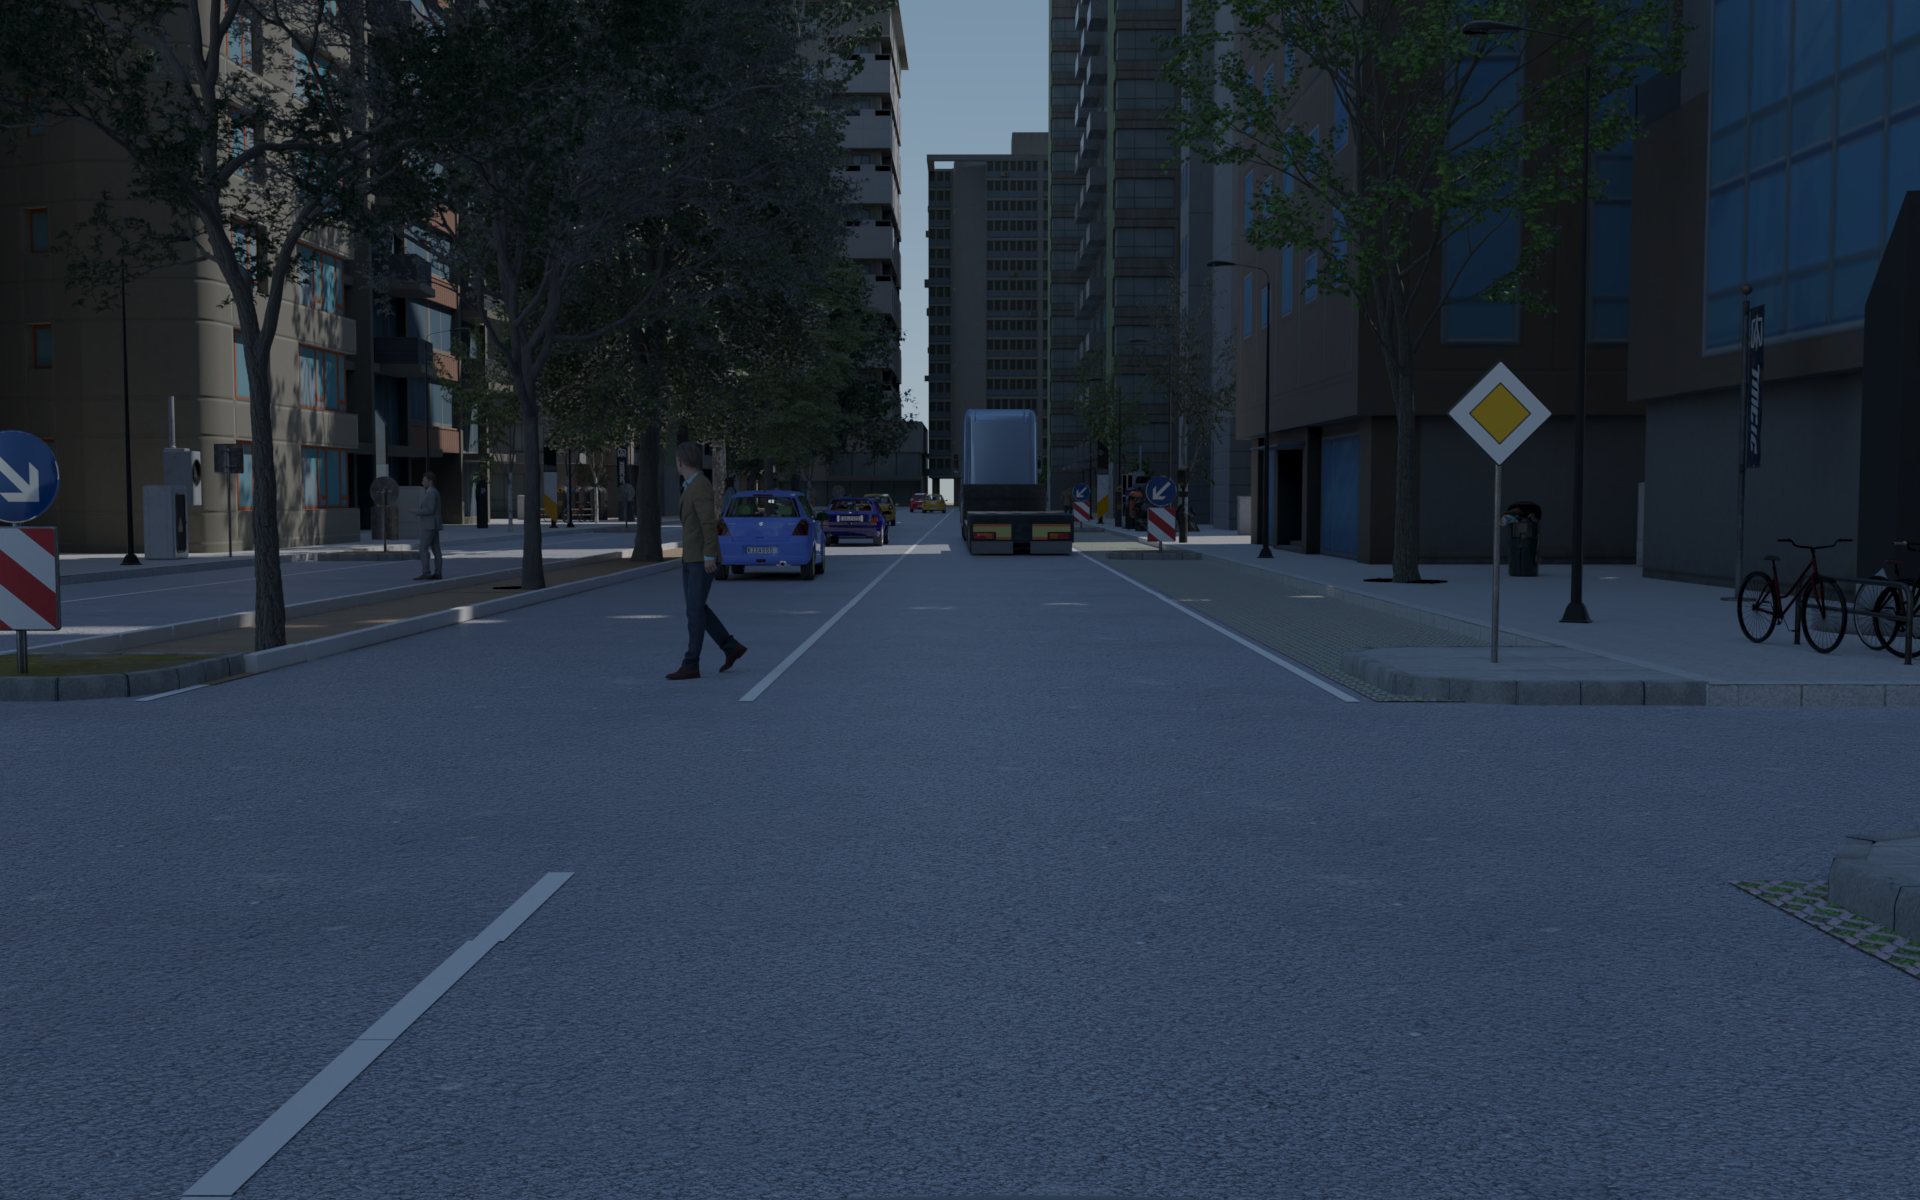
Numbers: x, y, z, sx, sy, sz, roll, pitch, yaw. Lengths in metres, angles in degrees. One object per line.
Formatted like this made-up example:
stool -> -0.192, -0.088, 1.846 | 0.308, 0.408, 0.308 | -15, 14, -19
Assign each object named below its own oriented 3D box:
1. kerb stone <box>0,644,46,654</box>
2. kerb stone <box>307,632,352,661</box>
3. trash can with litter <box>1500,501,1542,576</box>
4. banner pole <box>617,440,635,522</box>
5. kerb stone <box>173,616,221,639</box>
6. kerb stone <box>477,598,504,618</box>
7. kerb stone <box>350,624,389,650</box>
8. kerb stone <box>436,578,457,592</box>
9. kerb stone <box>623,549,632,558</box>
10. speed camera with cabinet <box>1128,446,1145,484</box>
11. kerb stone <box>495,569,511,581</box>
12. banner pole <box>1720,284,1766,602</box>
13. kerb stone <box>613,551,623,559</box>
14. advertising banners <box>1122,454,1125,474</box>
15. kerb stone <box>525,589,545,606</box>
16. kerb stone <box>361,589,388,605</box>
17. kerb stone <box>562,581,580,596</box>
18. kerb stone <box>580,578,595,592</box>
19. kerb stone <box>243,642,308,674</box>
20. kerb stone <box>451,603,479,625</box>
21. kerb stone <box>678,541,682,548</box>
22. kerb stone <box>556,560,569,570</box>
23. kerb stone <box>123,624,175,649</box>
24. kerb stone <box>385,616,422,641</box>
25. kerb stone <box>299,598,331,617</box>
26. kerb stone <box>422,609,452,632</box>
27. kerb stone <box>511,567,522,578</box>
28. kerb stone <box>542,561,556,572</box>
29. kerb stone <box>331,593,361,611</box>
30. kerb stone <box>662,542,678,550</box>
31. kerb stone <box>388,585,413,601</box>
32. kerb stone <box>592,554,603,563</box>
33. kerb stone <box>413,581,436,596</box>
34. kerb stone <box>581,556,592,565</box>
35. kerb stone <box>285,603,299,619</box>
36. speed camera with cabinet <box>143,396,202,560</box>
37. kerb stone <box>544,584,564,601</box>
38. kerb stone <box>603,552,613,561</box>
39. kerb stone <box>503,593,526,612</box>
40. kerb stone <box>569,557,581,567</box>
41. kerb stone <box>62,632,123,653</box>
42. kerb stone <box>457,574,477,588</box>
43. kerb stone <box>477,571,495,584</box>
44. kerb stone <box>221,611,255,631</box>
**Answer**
kerb stone -> -7.752, 0.482, 14.322 | 0.120, 0.150, 1.000 | 0, 4, 0
kerb stone -> -5.638, 0.425, 15.315 | 0.120, 0.150, 1.000 | 0, 4, 0
trash can with litter -> 8.827, -0.968, 27.221 | 0.624, 1.170, 1.055 | 1, 4, 21
banner pole -> -15.500, -5.520, 80.267 | 0.863, 3.779, 0.401 | 0, 4, -3
kerb stone -> -7.735, 0.293, 17.412 | 0.120, 0.150, 1.000 | 0, 4, 0
kerb stone -> -5.608, 0.108, 20.431 | 0.120, 0.150, 1.000 | 0, 4, 0
kerb stone -> -5.638, 0.362, 16.337 | 0.120, 0.150, 1.000 | 0, 4, 0
kerb stone -> -7.681, -0.209, 25.610 | 0.120, 0.150, 1.000 | 0, 4, 0
kerb stone -> -7.596, -1.027, 38.990 | 0.120, 0.150, 1.000 | 0, 4, 0
speed camera with cabinet -> 7.130, -4.723, 71.561 | 0.660, 3.252, 2.038 | 0, 4, -6
kerb stone -> -7.670, -0.397, 28.693 | 0.120, 0.150, 1.000 | 0, 4, 0
banner pole -> 9.348, -1.865, 20.516 | 0.401, 3.779, 0.863 | 0, 4, 6
kerb stone -> -7.609, -0.962, 37.964 | 0.120, 0.150, 1.000 | 0, 4, 0
advertising banners -> 7.402, -4.935, 76.876 | 0.090, 3.025, 2.074 | 1, 4, 18
kerb stone -> -5.604, -0.019, 22.498 | 0.120, 0.150, 1.000 | 0, 4, 0
kerb stone -> -7.700, -0.019, 22.534 | 0.120, 0.150, 1.000 | 0, 4, 0
kerb stone -> -5.594, -0.144, 24.546 | 0.120, 0.150, 1.000 | 0, 4, 0
kerb stone -> -5.591, -0.201, 25.569 | 0.120, 0.150, 1.000 | 0, 4, 0
kerb stone -> -5.656, 0.483, 14.293 | 0.120, 0.150, 1.000 | 0, 4, 0
kerb stone -> -5.624, 0.171, 19.407 | 0.120, 0.150, 1.000 | 0, 4, 0
kerb stone -> -7.554, -1.466, 46.168 | 0.120, 0.150, 1.000 | 0, 4, 0
kerb stone -> -7.642, -0.649, 32.814 | 0.120, 0.150, 1.000 | 0, 4, 0
kerb stone -> -7.738, 0.359, 16.376 | 0.120, 0.150, 1.000 | 0, 4, 0
kerb stone -> -5.633, 0.296, 17.359 | 0.120, 0.150, 1.000 | 0, 4, 0
kerb stone -> -7.717, 0.104, 20.490 | 0.120, 0.150, 1.000 | 0, 4, 0
kerb stone -> -5.626, 0.233, 18.382 | 0.120, 0.150, 1.000 | 0, 4, 0
kerb stone -> -7.658, -0.461, 29.727 | 0.120, 0.150, 1.000 | 0, 4, 0
kerb stone -> -7.650, -0.586, 31.782 | 0.120, 0.150, 1.000 | 0, 4, 0
kerb stone -> -7.709, 0.042, 21.512 | 0.120, 0.150, 1.000 | 0, 4, 0
kerb stone -> -7.561, -1.402, 45.142 | 0.120, 0.150, 1.000 | 0, 4, 0
kerb stone -> -7.697, -0.083, 23.559 | 0.120, 0.150, 1.000 | 0, 4, 0
kerb stone -> -7.621, -0.839, 35.914 | 0.120, 0.150, 1.000 | 0, 4, 0
kerb stone -> -7.691, -0.146, 24.581 | 0.120, 0.150, 1.000 | 0, 4, 0
kerb stone -> -7.630, -0.775, 34.873 | 0.120, 0.150, 1.000 | 0, 4, 0
kerb stone -> -7.716, 0.169, 19.466 | 0.120, 0.150, 1.000 | 0, 4, 0
speed camera with cabinet -> -15.666, -2.455, 34.472 | 0.660, 3.252, 2.038 | -1, 4, -9
kerb stone -> -5.593, -0.081, 23.523 | 0.120, 0.150, 1.000 | 0, 4, 0
kerb stone -> -7.613, -0.902, 36.942 | 0.120, 0.150, 1.000 | 0, 4, 0
kerb stone -> -5.605, 0.045, 21.465 | 0.120, 0.150, 1.000 | 0, 4, 0
kerb stone -> -7.632, -0.707, 33.852 | 0.120, 0.150, 1.000 | 0, 4, 0
kerb stone -> -7.751, 0.419, 15.350 | 0.120, 0.150, 1.000 | 0, 4, 0
kerb stone -> -7.672, -0.272, 26.643 | 0.120, 0.150, 1.000 | 0, 4, 0
kerb stone -> -7.674, -0.331, 27.671 | 0.120, 0.150, 1.000 | 0, 4, 0
kerb stone -> -7.722, 0.230, 18.441 | 0.120, 0.150, 1.000 | 0, 4, 0
